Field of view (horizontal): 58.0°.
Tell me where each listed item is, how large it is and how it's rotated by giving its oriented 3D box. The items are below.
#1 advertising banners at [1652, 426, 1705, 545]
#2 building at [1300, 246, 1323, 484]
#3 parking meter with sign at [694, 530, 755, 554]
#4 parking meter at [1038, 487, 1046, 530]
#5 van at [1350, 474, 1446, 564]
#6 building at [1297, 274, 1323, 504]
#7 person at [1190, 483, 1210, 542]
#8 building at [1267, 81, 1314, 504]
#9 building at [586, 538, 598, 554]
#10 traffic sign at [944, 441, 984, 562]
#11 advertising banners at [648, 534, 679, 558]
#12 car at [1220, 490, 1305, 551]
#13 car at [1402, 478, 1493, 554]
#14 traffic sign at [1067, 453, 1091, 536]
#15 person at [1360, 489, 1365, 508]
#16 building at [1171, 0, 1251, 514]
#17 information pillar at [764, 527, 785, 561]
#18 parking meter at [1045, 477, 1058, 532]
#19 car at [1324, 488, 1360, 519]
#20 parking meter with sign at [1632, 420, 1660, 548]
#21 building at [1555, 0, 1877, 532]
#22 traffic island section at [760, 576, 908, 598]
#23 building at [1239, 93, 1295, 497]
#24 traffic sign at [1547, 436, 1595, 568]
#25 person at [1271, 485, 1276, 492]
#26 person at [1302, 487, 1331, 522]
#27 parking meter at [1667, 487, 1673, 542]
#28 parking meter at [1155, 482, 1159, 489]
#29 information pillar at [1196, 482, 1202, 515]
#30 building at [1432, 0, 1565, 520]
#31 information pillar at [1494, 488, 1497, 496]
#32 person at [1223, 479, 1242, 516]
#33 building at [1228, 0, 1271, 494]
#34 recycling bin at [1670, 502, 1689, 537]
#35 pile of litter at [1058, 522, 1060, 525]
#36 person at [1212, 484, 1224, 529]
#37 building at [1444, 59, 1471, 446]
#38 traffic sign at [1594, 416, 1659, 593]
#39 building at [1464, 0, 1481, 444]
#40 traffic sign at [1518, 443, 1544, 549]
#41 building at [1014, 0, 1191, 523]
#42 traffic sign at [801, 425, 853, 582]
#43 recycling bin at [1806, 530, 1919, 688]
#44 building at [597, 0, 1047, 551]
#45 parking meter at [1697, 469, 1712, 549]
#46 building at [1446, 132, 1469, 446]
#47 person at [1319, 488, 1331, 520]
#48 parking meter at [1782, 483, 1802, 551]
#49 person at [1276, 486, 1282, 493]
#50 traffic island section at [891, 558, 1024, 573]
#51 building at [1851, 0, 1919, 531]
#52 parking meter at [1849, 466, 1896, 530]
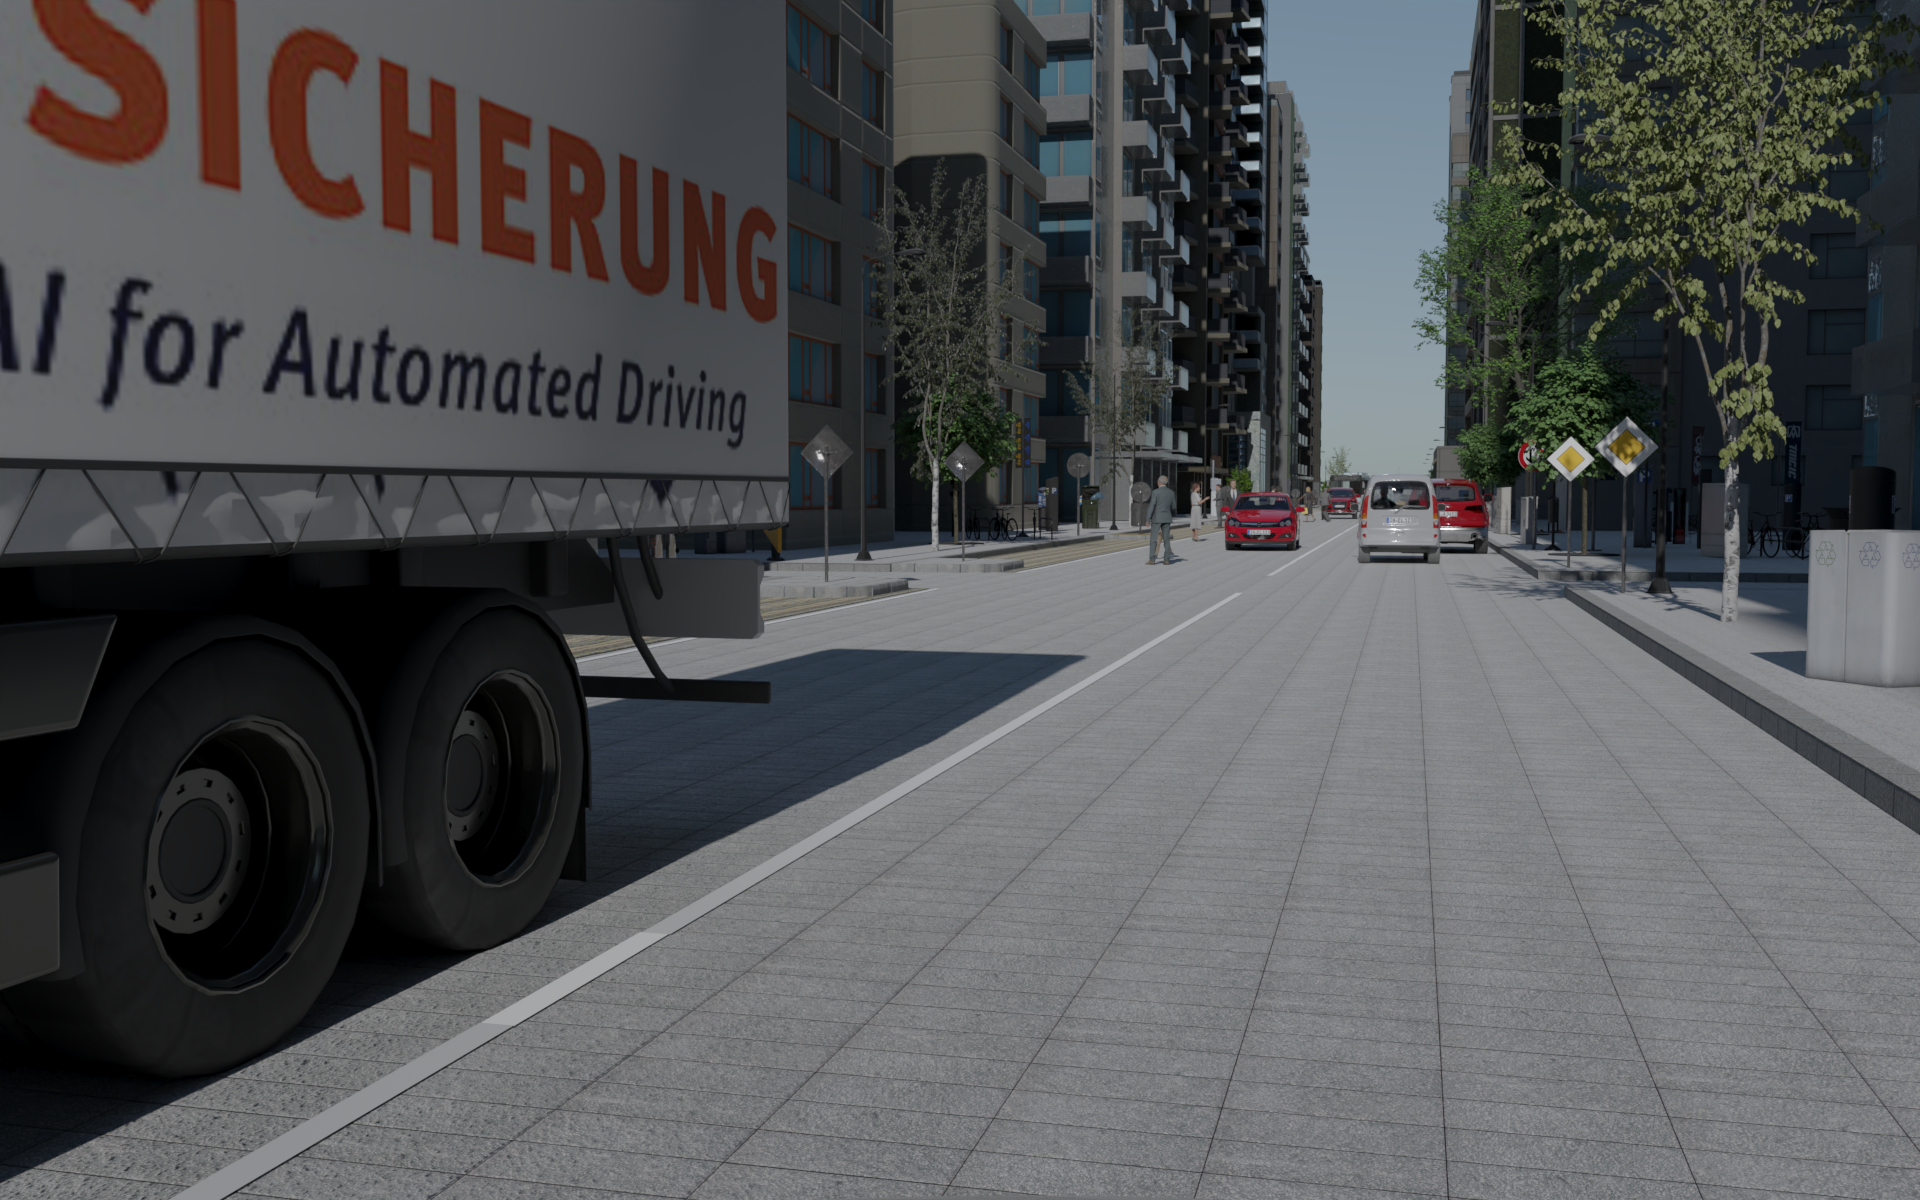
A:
[{"bbox_3d":[18.400,-2.942,44.288,2.074,3.025,0.090,-2,4,-33],"label":"advertising banners"},{"bbox_3d":[36.447,-33.924,246.544,32.217,40.220,23.993,1,4,15],"label":"building"},{"bbox_3d":[-5.027,-2.520,37.460,0.543,3.016,1.738,2,4,34],"label":"parking meter with sign"},{"bbox_3d":[2.966,-3.245,61.470,0.372,1.533,0.369,0,3,0],"label":"parking meter"},{"bbox_3d":[9.353,-1.832,36.967,2.013,2.044,4.112,1,4,13],"label":"van"},{"bbox_3d":[39.808,-27.806,226.328,14.160,30.474,14.107,1,4,15],"label":"building"},{"bbox_3d":[7.199,-2.635,52.146,0.524,1.755,0.480,-1,4,-16],"label":"person"},{"bbox_3d":[29.630,-35.829,205.420,23.786,49.044,30.456,1,4,15],"label":"building"},{"bbox_3d":[-14.714,-10.210,21.688,16.860,20.320,10.420,1,4,15],"label":"building"},{"bbox_3d":[0.068,-1.789,32.888,0.795,2.450,0.064,1,4,15],"label":"traffic sign"},{"bbox_3d":[-4.044,-1.648,23.129,0.090,3.025,2.074,0,4,4],"label":"advertising banners"},{"bbox_3d":[7.913,-2.209,45.149,2.155,1.783,4.494,1,4,13],"label":"car"},{"bbox_3d":[12.077,-2.106,43.112,2.281,1.827,5.304,1,4,16],"label":"car"},{"bbox_3d":[3.658,-3.265,53.496,0.768,2.556,0.104,1,4,19],"label":"traffic sign"},{"bbox_3d":[21.202,-4.961,90.610,0.512,1.701,0.522,1,4,18],"label":"person"},{"bbox_3d":[8.681,-28.652,123.090,22.147,44.769,28.867,1,4,15],"label":"building"},{"bbox_3d":[-3.595,-2.561,33.220,0.183,3.616,0.504,-3,5,-42],"label":"information pillar"},{"bbox_3d":[3.132,-3.266,59.110,0.399,1.863,0.255,-2,4,-27],"label":"parking meter"},{"bbox_3d":[22.133,-5.640,100.889,2.281,1.827,5.304,1,4,13],"label":"car"},{"bbox_3d":[16.433,-2.772,41.578,0.543,3.016,1.738,1,4,19],"label":"parking meter with sign"},{"bbox_3d":[29.653,-23.269,64.040,14.154,41.232,14.086,1,4,15],"label":"building"},{"bbox_3d":[-1.964,-0.180,25.226,2.009,0.180,2.903,1,4,15],"label":"traffic island section"},{"bbox_3d":[25.685,-29.954,173.345,14.154,41.232,14.086,1,4,15],"label":"building"},{"bbox_3d":[10.608,-1.621,30.140,0.795,2.450,0.064,1,4,15],"label":"traffic sign"},{"bbox_3d":[13.516,-4.019,74.389,0.511,1.800,0.466,3,5,42],"label":"person"},{"bbox_3d":[18.150,-4.865,88.260,1.509,1.804,0.699,0,4,-1],"label":"person"},{"bbox_3d":[18.893,-2.325,46.420,0.372,1.533,0.369,0,3,0],"label":"parking meter"},{"bbox_3d":[8.336,-4.074,72.317,0.255,1.863,0.399,3,4,36],"label":"parking meter"},{"bbox_3d":[14.390,-6.120,104.558,0.304,2.012,0.304,3,5,40],"label":"information pillar"},{"bbox_3d":[35.243,-39.729,87.816,20.563,71.187,20.611,1,4,15],"label":"building"},{"bbox_3d":[22.967,-5.084,74.474,0.183,3.616,0.504,3,5,40],"label":"information pillar"},{"bbox_3d":[7.710,-2.465,48.576,0.659,1.850,0.755,0,4,5],"label":"person"},{"bbox_3d":[16.502,-51.253,150.658,22.319,86.520,31.000,1,4,15],"label":"building"},{"bbox_3d":[21.473,-2.420,52.114,0.722,1.027,0.722,2,4,32],"label":"recycling bin"},{"bbox_3d":[3.562,-3.494,71.091,1.719,0.858,1.176,3,5,44],"label":"pile of litter"},{"bbox_3d":[10.656,-3.875,71.658,0.447,1.846,0.655,1,4,18],"label":"person"},{"bbox_3d":[78.249,-42.675,239.729,21.231,58.520,28.212,1,4,15],"label":"building"},{"bbox_3d":[8.601,-1.148,22.410,0.795,2.450,0.064,1,4,15],"label":"traffic sign"},{"bbox_3d":[58.433,-32.833,160.528,21.300,48.544,21.600,1,4,15],"label":"building"},{"bbox_3d":[13.332,-2.450,40.158,0.768,2.556,0.104,1,4,19],"label":"traffic sign"},{"bbox_3d":[-0.058,-28.802,90.520,23.786,49.044,30.456,1,4,15],"label":"building"},{"bbox_3d":[-1.940,-1.316,25.159,0.795,2.450,0.064,1,4,15],"label":"traffic sign"},{"bbox_3d":[6.345,0.043,11.859,0.722,1.027,0.722,-1,4,-19],"label":"recycling bin"},{"bbox_3d":[-13.698,-12.905,56.040,27.650,21.520,28.899,1,4,15],"label":"building"},{"bbox_3d":[17.425,-2.130,40.543,0.255,1.863,0.399,1,4,16],"label":"parking meter"},{"bbox_3d":[62.803,-31.404,197.046,14.154,41.232,14.086,1,4,15],"label":"building"},{"bbox_3d":[19.991,-5.260,94.892,0.661,1.777,0.834,1,4,10],"label":"person"},{"bbox_3d":[18.967,-1.901,39.490,0.372,1.533,0.369,0,3,0],"label":"parking meter"},{"bbox_3d":[11.326,-3.162,61.042,0.643,1.720,0.563,3,4,38],"label":"person"},{"bbox_3d":[0.043,-0.653,32.956,2.009,0.180,2.903,1,4,15],"label":"traffic island section"},{"bbox_3d":[35.661,-25.432,35.422,30.456,49.044,23.786,1,4,15],"label":"building"},{"bbox_3d":[8.335,-0.455,15.850,0.372,1.533,0.369,0,3,0],"label":"parking meter"}]
